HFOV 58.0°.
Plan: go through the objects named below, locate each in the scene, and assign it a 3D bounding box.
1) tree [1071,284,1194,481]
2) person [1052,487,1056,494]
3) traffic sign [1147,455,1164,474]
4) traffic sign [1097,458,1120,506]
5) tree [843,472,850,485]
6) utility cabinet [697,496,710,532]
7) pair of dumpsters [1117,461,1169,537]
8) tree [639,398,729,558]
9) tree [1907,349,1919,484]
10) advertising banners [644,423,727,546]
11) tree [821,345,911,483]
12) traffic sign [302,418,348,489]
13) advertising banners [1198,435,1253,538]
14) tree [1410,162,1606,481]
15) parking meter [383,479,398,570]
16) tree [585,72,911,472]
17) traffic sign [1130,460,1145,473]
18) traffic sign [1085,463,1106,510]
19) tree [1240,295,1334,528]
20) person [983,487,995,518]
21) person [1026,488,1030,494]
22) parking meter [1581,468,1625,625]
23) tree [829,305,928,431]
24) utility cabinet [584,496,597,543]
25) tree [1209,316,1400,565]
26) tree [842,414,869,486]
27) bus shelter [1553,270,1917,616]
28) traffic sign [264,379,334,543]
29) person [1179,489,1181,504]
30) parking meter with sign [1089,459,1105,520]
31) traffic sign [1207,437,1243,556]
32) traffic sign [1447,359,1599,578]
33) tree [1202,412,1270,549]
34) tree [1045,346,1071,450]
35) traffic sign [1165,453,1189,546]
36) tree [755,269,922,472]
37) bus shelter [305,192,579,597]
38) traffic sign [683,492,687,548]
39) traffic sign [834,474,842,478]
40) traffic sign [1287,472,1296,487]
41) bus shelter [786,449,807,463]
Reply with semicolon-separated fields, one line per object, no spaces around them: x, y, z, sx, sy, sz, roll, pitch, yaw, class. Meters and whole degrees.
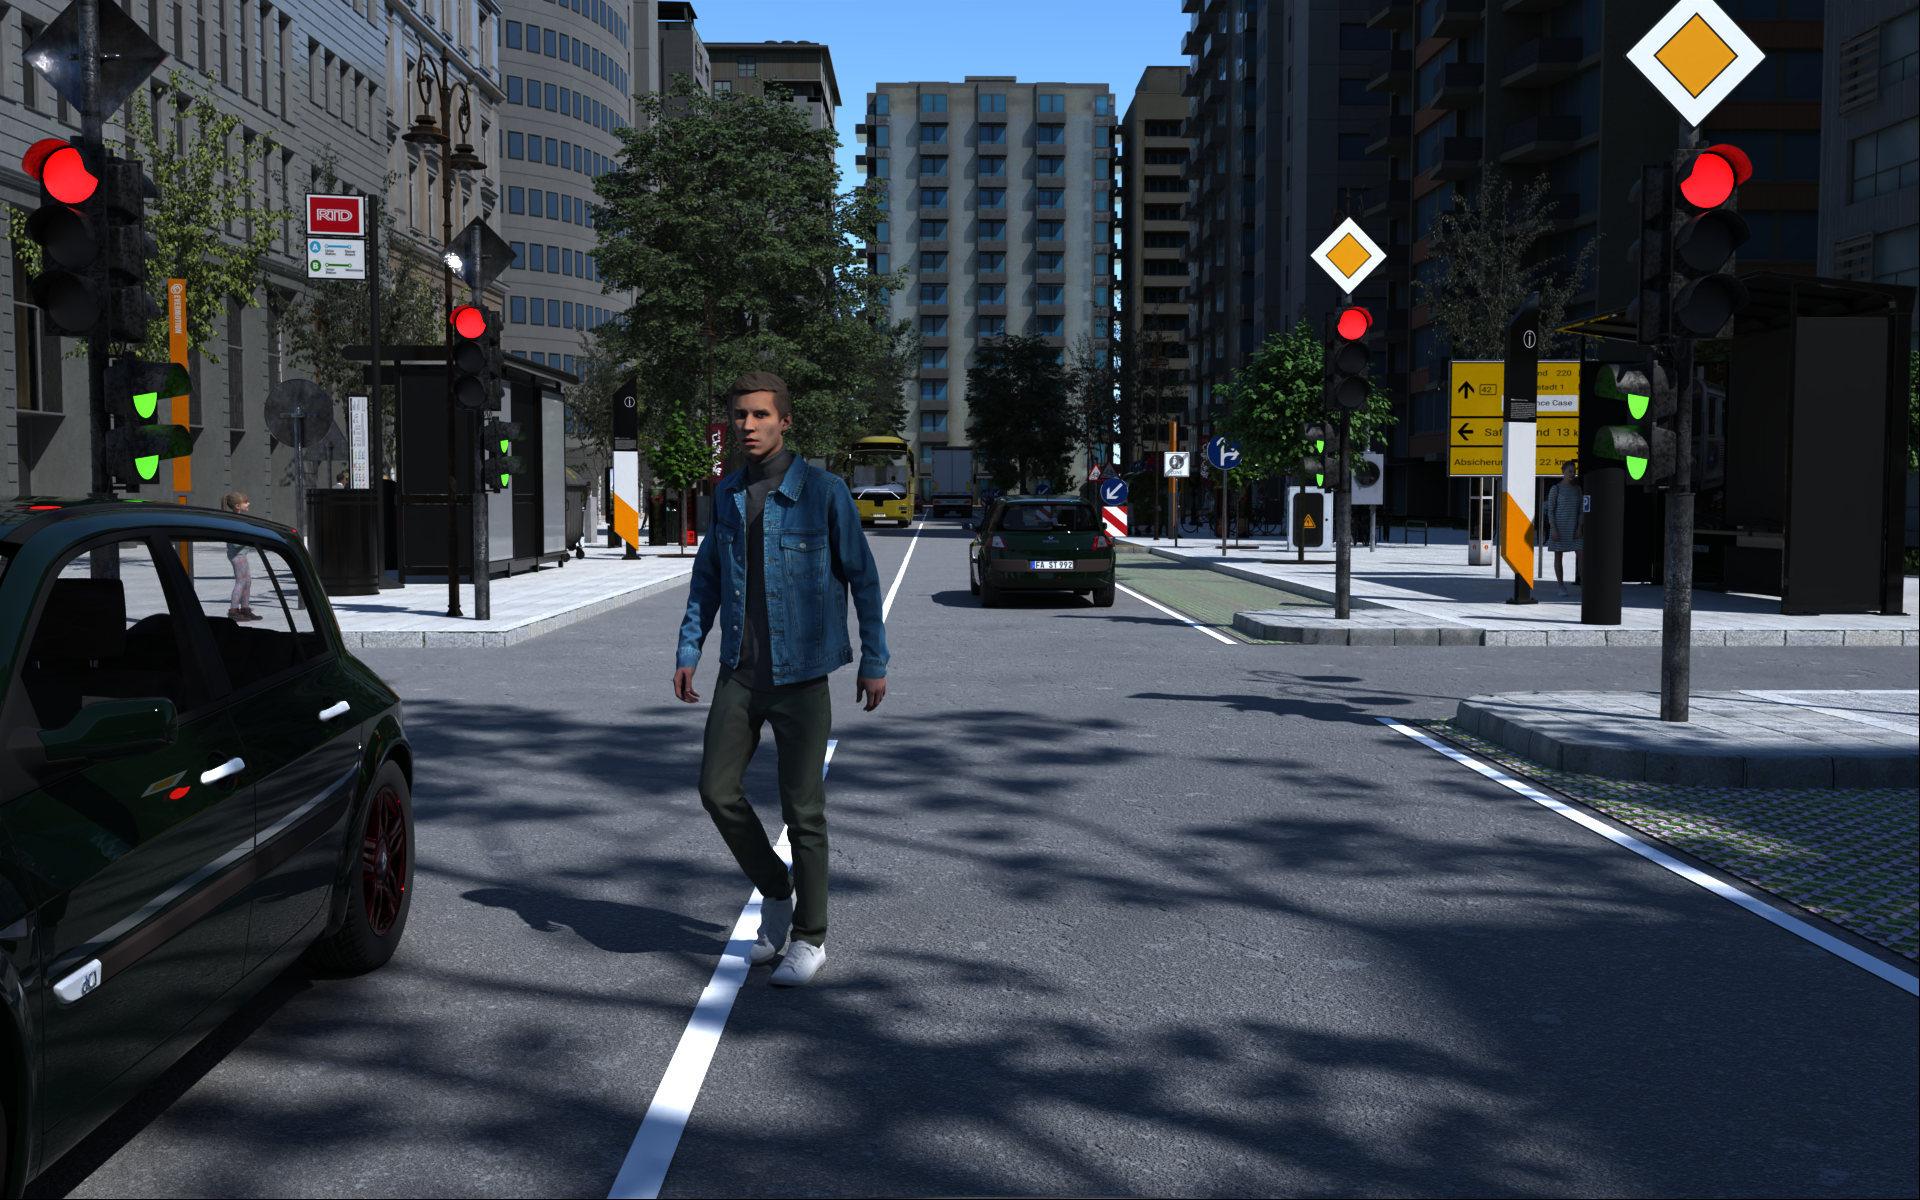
6.173;-6.719;60.215;4.360;8.622;3.978;0;3;0;tree
6.560;-6.914;119.610;0.721;1.766;1.217;-3;5;-43;person
6.414;-3.443;56.392;0.768;2.556;0.104;1;4;8;traffic sign
5.443;-3.869;63.254;0.884;2.594;0.081;0;4;0;traffic sign
-8.124;-10.014;147.434;4.285;4.588;4.351;0;3;0;tree
-8.704;-2.885;58.336;0.306;1.237;1.020;3;5;41;utility cabinet
5.719;-3.147;53.951;1.574;2.255;4.437;0;4;-1;pair of dumpsters
-5.782;-2.486;35.256;1.663;3.219;1.824;0;3;0;tree
17.753;-3.014;32.989;4.285;4.588;4.351;0;3;0;tree
-6.753;-2.846;42.727;2.074;3.025;0.090;0;4;4;advertising banners
-6.935;-12.458;121.812;7.486;12.596;7.792;0;3;0;tree
-10.052;-1.690;27.639;0.884;2.594;0.081;0;4;1;traffic sign
7.766;-3.347;50.912;0.090;3.025;2.074;-3;5;-41;advertising banners
12.271;-5.446;39.398;4.360;8.622;3.978;0;3;0;tree
-9.703;-1.277;29.288;0.372;1.533;0.369;0;3;0;parking meter
-6.668;-8.949;52.974;9.857;13.997;8.962;0;3;0;tree
6.771;-3.978;65.151;0.768;2.556;0.104;0;4;8;traffic sign
5.574;-4.343;71.013;0.884;2.594;0.081;0;4;3;traffic sign
12.318;-7.019;65.131;4.360;8.622;3.978;0;3;0;tree
1.780;-5.924;105.218;0.709;1.838;0.599;-1;4;-22;person
5.872;-8.973;152.769;1.348;1.822;0.705;0;4;0;person
6.333;-0.529;17.065;0.372;1.533;0.369;0;3;0;parking meter
-10.215;-19.068;167.656;12.611;20.169;13.585;0;3;0;tree
-10.059;-2.114;45.733;1.020;1.237;0.306;2;4;29;utility cabinet
6.390;-2.955;32.024;4.285;4.588;4.351;0;3;0;tree
-7.776;-11.144;132.568;4.737;8.622;4.395;0;3;0;tree
9.206;-1.836;21.305;1.731;3.624;6.357;0;4;-1;bus shelter
-7.298;-1.164;19.129;0.768;2.556;0.104;0;4;0;traffic sign
21.672;-9.937;169.236;0.721;1.736;1.217;-1;4;-15;person
6.772;-5.401;84.566;0.543;3.016;1.738;-1;4;-17;parking meter with sign
5.483;-2.187;35.867;0.768;2.556;0.104;0;3;0;traffic sign
8.519;-1.983;26.291;2.265;3.308;0.079;0;4;1;traffic sign
6.427;-2.826;40.812;1.663;3.219;1.824;0;3;0;tree
6.055;-7.820;78.216;4.360;8.622;3.978;0;3;0;tree
5.282;-2.456;42.282;0.606;2.300;0.079;1;4;8;traffic sign
-7.026;-11.174;93.071;12.009;13.543;11.850;0;3;0;tree
-7.671;-2.951;25.883;2.179;5.291;8.768;0;4;-1;bus shelter
-6.587;-2.528;41.442;0.768;2.556;0.104;0;4;5;traffic sign
-6.170;-5.150;86.331;0.606;2.300;0.079;0;4;3;traffic sign
9.878;-3.151;51.617;0.768;2.556;0.104;0;4;0;traffic sign
-7.654;-5.836;73.054;2.179;5.291;8.768;0;4;-1;bus shelter
